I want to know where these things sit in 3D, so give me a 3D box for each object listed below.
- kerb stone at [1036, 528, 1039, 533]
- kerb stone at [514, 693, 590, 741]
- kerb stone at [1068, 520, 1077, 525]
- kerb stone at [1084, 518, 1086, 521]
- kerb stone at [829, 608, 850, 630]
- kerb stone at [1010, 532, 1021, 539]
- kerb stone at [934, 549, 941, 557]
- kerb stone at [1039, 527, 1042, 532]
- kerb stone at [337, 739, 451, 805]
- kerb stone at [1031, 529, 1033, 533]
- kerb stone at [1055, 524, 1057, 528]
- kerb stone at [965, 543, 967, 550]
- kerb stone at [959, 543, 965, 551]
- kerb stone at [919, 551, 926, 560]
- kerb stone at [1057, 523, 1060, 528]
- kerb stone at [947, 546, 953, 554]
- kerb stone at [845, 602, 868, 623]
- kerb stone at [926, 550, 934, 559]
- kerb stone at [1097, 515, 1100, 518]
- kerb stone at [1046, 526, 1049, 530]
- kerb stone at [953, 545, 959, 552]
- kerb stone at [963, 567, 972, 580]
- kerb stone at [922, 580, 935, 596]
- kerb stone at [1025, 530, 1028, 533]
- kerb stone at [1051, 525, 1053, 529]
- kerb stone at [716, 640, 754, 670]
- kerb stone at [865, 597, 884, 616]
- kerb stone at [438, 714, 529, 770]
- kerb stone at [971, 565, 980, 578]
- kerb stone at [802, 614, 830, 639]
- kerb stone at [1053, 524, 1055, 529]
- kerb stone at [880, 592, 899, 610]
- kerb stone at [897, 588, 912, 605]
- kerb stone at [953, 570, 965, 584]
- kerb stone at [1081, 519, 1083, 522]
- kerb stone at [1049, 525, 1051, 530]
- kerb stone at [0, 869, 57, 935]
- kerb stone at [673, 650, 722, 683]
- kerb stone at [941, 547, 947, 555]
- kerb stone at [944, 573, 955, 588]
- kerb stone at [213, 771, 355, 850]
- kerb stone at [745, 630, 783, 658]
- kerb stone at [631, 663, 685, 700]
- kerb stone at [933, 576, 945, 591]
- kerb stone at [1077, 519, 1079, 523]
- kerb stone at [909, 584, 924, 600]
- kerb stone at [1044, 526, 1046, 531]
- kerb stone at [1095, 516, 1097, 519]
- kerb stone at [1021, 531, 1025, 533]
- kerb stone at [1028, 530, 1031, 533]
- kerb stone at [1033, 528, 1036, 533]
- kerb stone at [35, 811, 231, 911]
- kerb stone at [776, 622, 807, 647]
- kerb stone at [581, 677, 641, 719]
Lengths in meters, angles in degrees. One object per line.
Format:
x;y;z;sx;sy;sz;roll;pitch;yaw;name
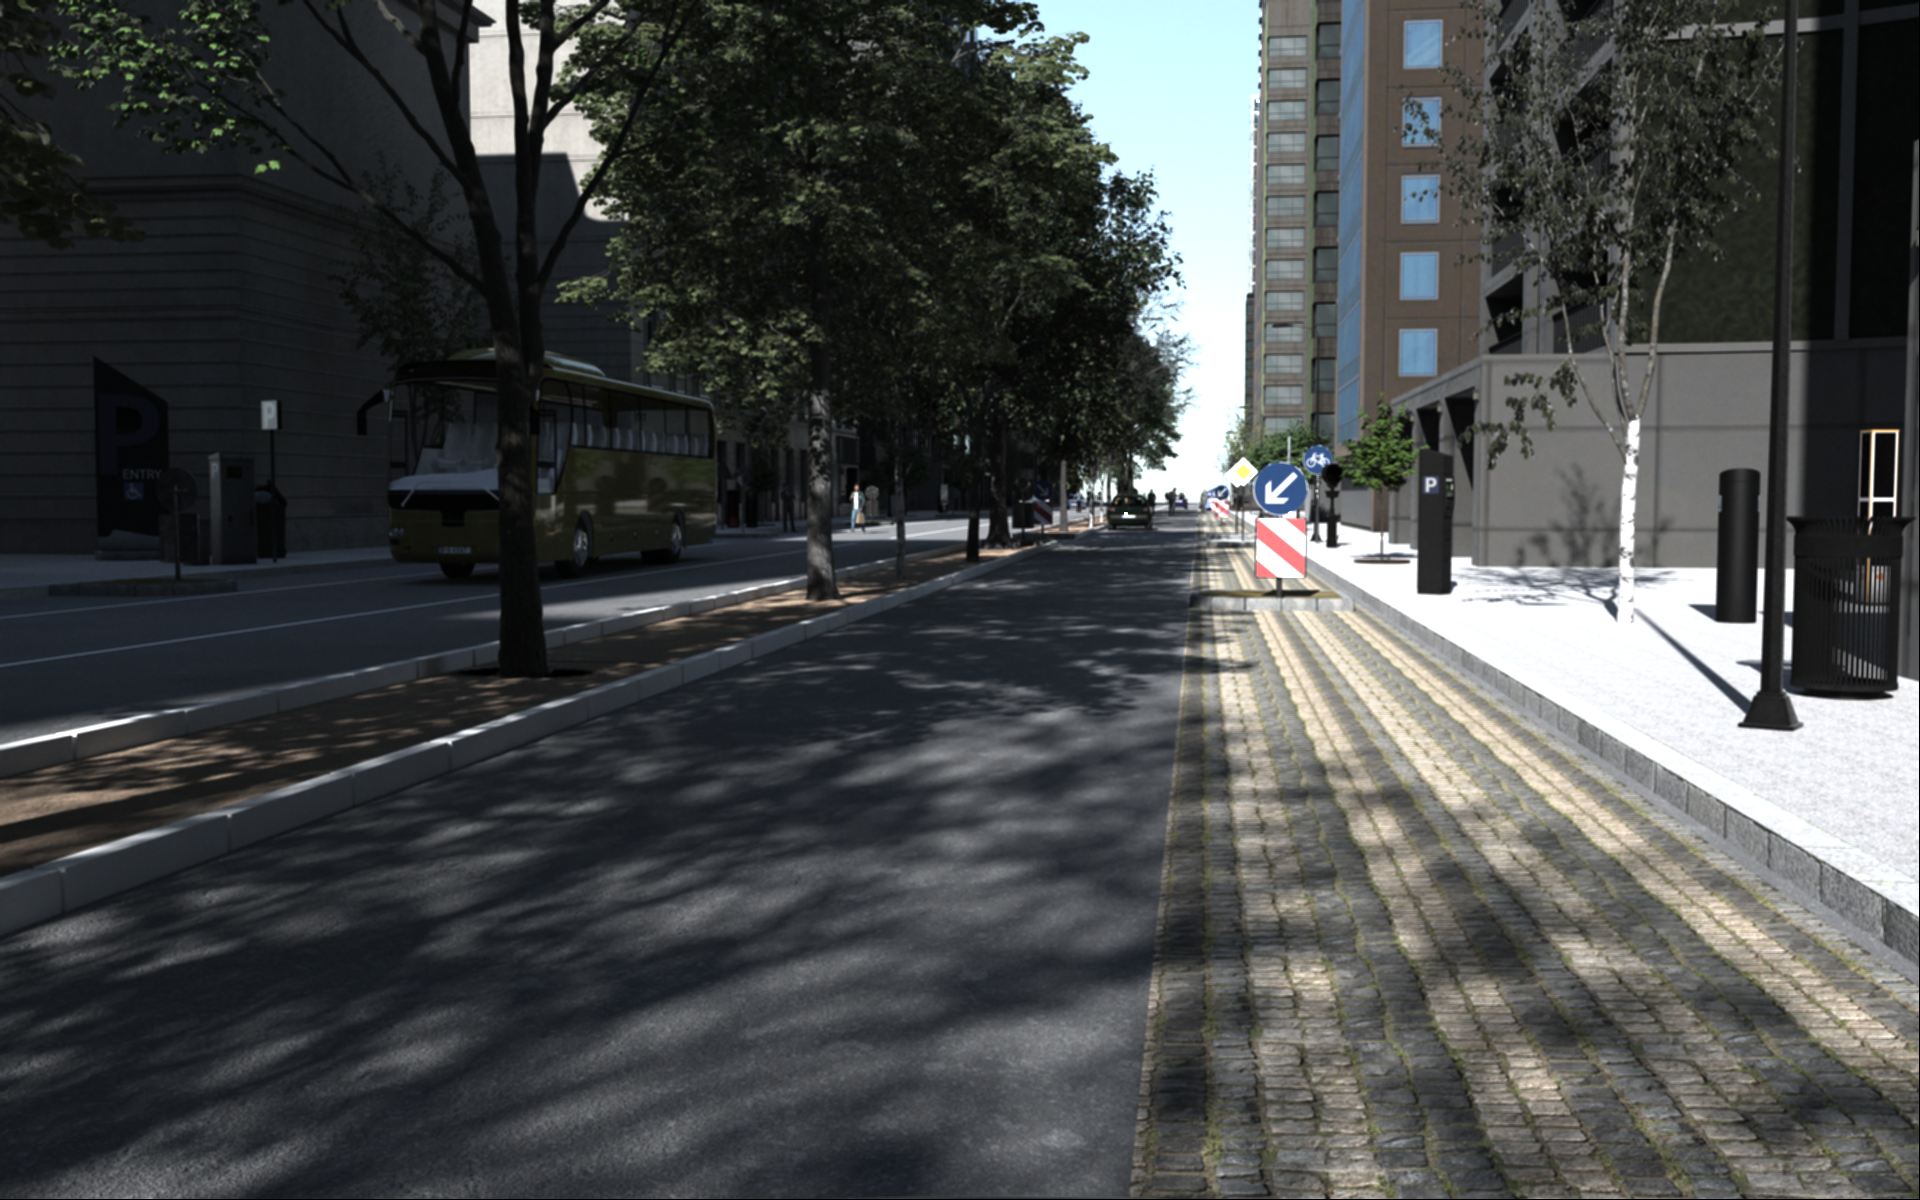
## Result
2.687;-2.504;63.132;0.120;0.150;1.000;0;4;8;kerb stone
-2.494;0.715;10.502;0.120;0.150;1.000;0;4;8;kerb stone
5.353;-3.684;82.428;0.120;0.150;1.000;0;4;8;kerb stone
6.199;-4.048;88.502;0.120;0.150;1.000;0;4;8;kerb stone
-1.368;0.227;18.624;0.120;0.150;1.000;0;4;8;kerb stone
1.831;-2.131;57.040;0.120;0.150;1.000;0;4;8;kerb stone
-0.630;-1.043;39.242;0.120;0.150;1.000;0;4;8;kerb stone
2.822;-2.566;64.152;0.120;0.150;1.000;0;4;8;kerb stone
-2.777;0.841;8.477;0.120;0.150;1.000;0;4;8;kerb stone
2.394;-2.378;61.102;0.120;0.150;1.000;0;4;8;kerb stone
3.806;-3.002;71.280;0.120;0.150;1.000;0;4;8;kerb stone
0.073;-1.347;44.317;0.120;0.150;1.000;0;4;8;kerb stone
-0.069;-1.289;43.302;0.120;0.150;1.000;0;4;8;kerb stone
-0.913;-0.915;37.206;0.120;0.150;1.000;0;4;8;kerb stone
3.952;-3.060;72.292;0.120;0.150;1.000;0;4;8;kerb stone
-0.354;-1.158;41.272;0.120;0.150;1.000;0;4;8;kerb stone
-1.226;0.156;19.642;0.120;0.150;1.000;0;4;8;kerb stone
-0.773;-0.980;38.224;0.120;0.150;1.000;0;4;8;kerb stone
8.161;-4.920;102.695;0.120;0.150;1.000;0;4;8;kerb stone
3.238;-2.753;67.211;0.120;0.150;1.000;0;4;8;kerb stone
-0.210;-1.229;42.284;0.120;0.150;1.000;0;4;8;kerb stone
0.038;-0.404;28.795;0.120;0.150;1.000;0;4;8;kerb stone
-0.522;-0.147;24.735;0.120;0.150;1.000;0;4;8;kerb stone
2.120;-2.251;59.073;0.120;0.150;1.000;0;4;8;kerb stone
3.532;-2.877;69.244;0.120;0.150;1.000;0;4;8;kerb stone
-1.936;0.472;14.559;0.120;0.150;1.000;0;4;8;kerb stone
-1.085;0.096;20.656;0.120;0.150;1.000;0;4;8;kerb stone
-2.627;0.779;9.489;0.120;0.150;1.000;0;4;8;kerb stone
0.174;-0.466;29.809;0.120;0.150;1.000;0;4;8;kerb stone
-1.511;0.282;17.608;0.120;0.150;1.000;0;4;8;kerb stone
3.658;-2.940;70.266;0.120;0.150;1.000;0;4;8;kerb stone
-0.941;0.032;21.677;0.120;0.150;1.000;0;4;8;kerb stone
-0.805;-0.025;22.695;0.120;0.150;1.000;0;4;8;kerb stone
-0.094;-0.342;27.782;0.120;0.150;1.000;0;4;8;kerb stone
5.923;-3.932;86.476;0.120;0.150;1.000;0;4;8;kerb stone
3.388;-2.815;68.224;0.120;0.150;1.000;0;4;8;kerb stone
-3.201;1.027;5.432;0.120;0.150;1.000;0;4;8;kerb stone
-2.075;0.529;13.546;0.120;0.150;1.000;0;4;8;kerb stone
-0.495;-1.103;40.260;0.120;0.150;1.000;0;4;8;kerb stone
-0.249;-0.280;26.767;0.120;0.150;1.000;0;4;8;kerb stone
-2.918;0.905;7.465;0.120;0.150;1.000;0;4;8;kerb stone
-1.792;0.405;15.571;0.120;0.150;1.000;0;4;8;kerb stone
-2.216;0.595;12.528;0.120;0.150;1.000;0;4;8;kerb stone
-0.389;-0.214;25.748;0.120;0.150;1.000;0;4;8;kerb stone
5.495;-3.745;83.440;0.120;0.150;1.000;0;4;8;kerb stone
-0.662;-0.087;23.708;0.120;0.150;1.000;0;4;8;kerb stone
3.097;-2.690;66.182;0.120;0.150;1.000;0;4;8;kerb stone
7.468;-4.614;97.627;0.120;0.150;1.000;0;4;8;kerb stone
1.979;-2.190;58.057;0.120;0.150;1.000;0;4;8;kerb stone
2.253;-2.317;60.086;0.120;0.150;1.000;0;4;8;kerb stone
2.536;-2.442;62.119;0.120;0.150;1.000;0;4;8;kerb stone
-3.058;0.963;6.445;0.120;0.150;1.000;0;4;8;kerb stone
-1.656;0.343;16.584;0.120;0.150;1.000;0;4;8;kerb stone
-2.354;0.656;11.515;0.120;0.150;1.000;0;4;8;kerb stone
